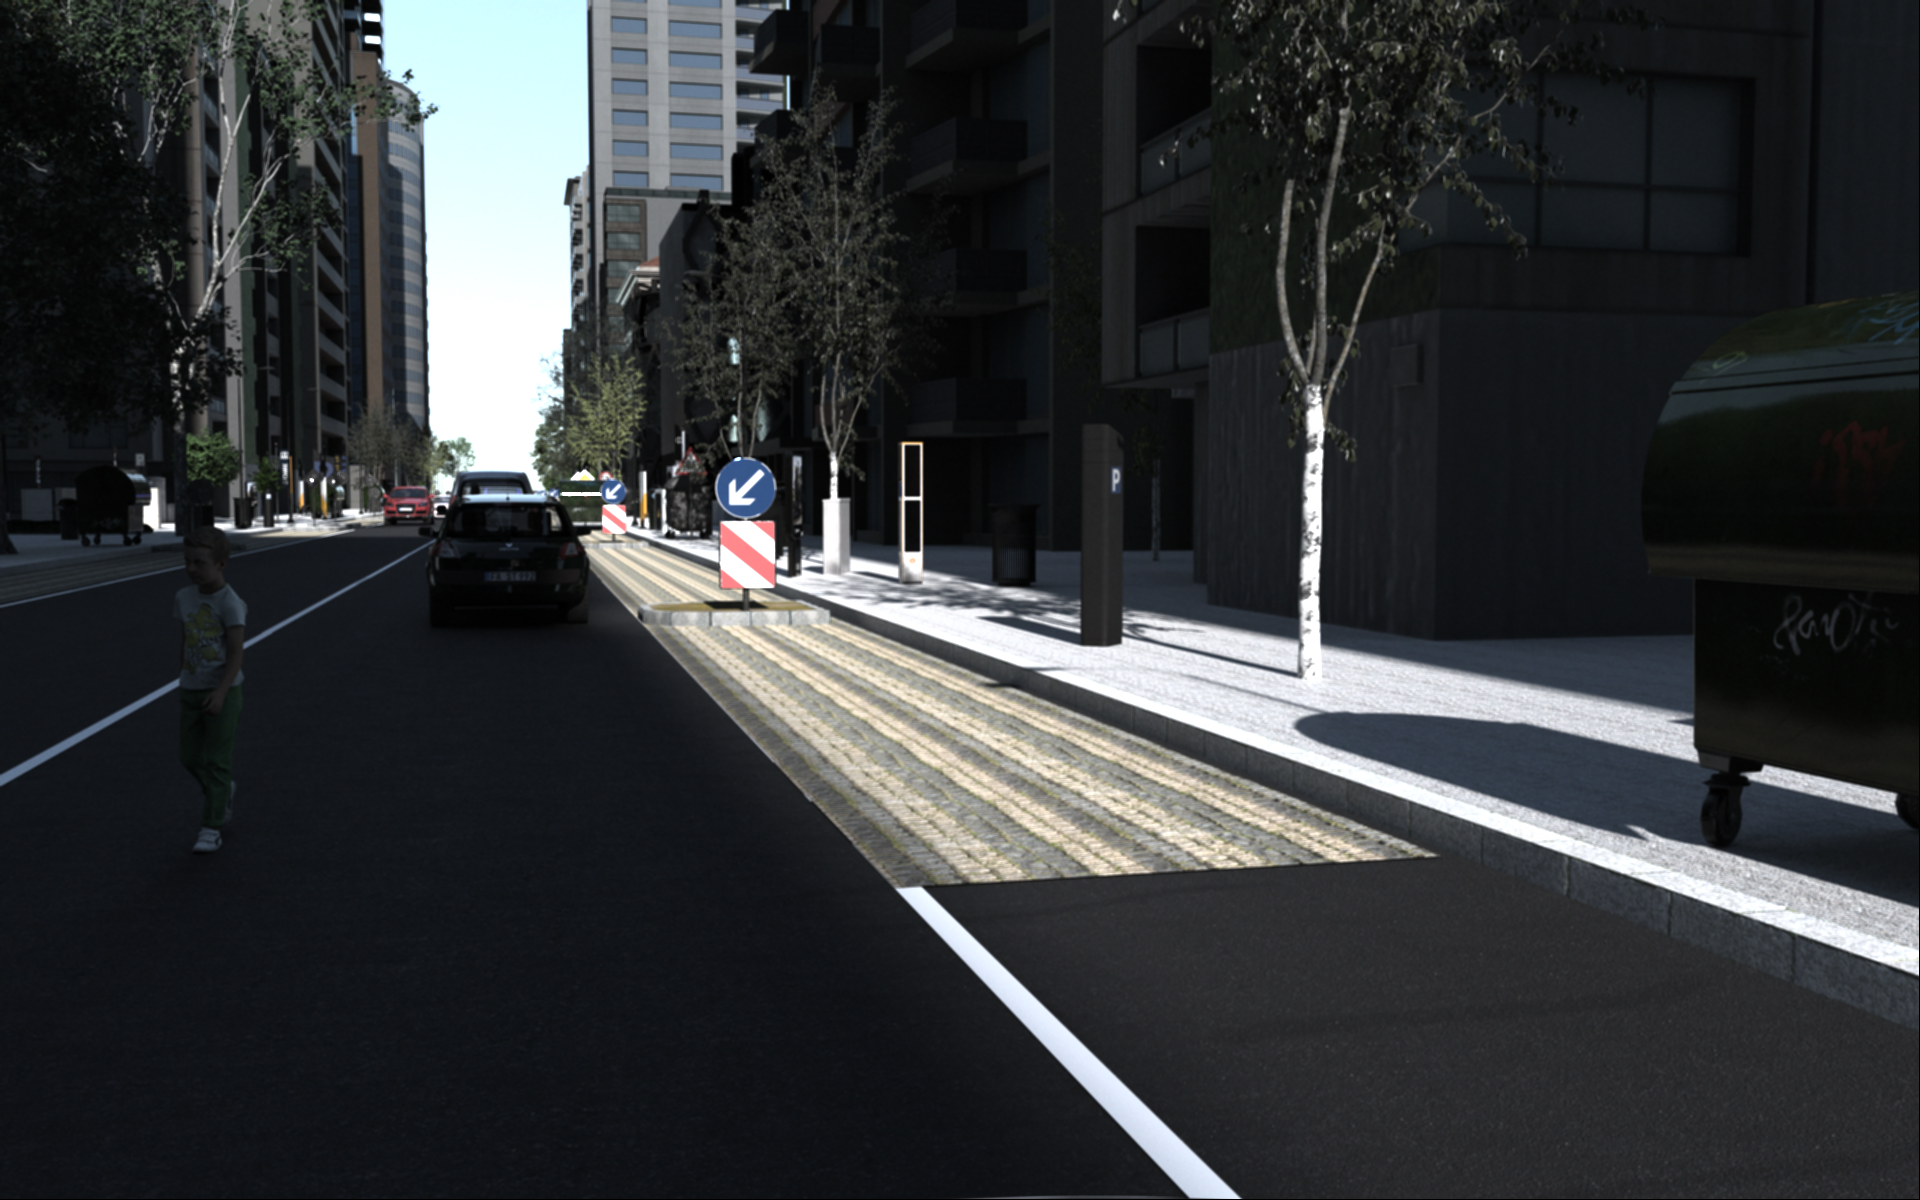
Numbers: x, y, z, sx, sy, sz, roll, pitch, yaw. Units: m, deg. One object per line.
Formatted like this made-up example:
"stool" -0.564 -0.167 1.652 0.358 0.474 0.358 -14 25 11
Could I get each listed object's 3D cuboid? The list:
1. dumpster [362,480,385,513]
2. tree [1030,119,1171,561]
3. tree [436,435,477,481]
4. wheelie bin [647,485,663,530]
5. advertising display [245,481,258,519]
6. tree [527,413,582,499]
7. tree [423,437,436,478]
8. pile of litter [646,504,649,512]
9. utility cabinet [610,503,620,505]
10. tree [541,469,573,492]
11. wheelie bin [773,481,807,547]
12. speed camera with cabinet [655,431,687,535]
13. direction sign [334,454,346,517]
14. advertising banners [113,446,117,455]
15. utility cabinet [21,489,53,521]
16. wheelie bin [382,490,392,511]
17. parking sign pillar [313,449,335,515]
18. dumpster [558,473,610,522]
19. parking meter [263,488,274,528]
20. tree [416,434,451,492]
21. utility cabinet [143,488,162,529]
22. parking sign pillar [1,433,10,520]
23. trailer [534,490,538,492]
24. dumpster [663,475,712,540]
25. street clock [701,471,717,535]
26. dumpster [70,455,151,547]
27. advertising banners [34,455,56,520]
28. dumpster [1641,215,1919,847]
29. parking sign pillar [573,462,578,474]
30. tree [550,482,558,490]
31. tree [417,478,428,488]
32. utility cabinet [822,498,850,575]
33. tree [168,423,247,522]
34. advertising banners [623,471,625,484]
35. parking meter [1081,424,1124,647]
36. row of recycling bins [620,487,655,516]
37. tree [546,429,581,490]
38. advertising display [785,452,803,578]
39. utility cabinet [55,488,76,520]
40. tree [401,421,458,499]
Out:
"dumpster" -40.864 -7.220 120.542 1.502 2.255 1.985 -1 4 -14
"tree" 3.516 -5.052 32.961 4.737 8.622 4.395 0 3 0
"tree" -88.087 -23.046 302.561 9.928 11.665 9.643 0 3 0
"wheelie bin" -10.740 -3.287 61.645 0.693 1.594 0.980 -2 4 -32
"advertising display" -36.370 -5.118 88.894 0.123 1.923 0.974 1 4 8
"tree" -54.049 -19.170 231.547 7.486 12.596 7.792 0 3 0
"tree" -50.115 -12.680 157.675 4.360 8.622 3.978 0 3 0
"pile of litter" -17.507 -5.058 96.665 1.176 0.858 1.719 -3 5 -41
"utility cabinet" -19.241 -5.142 95.237 1.020 1.237 0.306 -3 4 -36
"tree" -46.069 -13.490 204.271 4.285 4.588 4.351 0 3 0
"wheelie bin" -4.200 -2.087 42.030 0.980 1.594 0.693 0 4 1
"speed camera with cabinet" -9.150 -3.708 54.960 0.660 3.252 2.038 -2 4 -26
"direction sign" -35.252 -6.521 98.614 0.876 3.537 0.379 2 4 27
"advertising banners" -30.630 -4.054 62.471 0.090 3.025 2.074 -1 4 -13
"utility cabinet" -40.076 -4.068 75.187 0.318 1.500 1.173 2 4 34
"wheelie bin" -43.366 -7.553 131.396 0.980 1.594 0.693 -2 4 -27
"parking sign pillar" -37.867 -7.024 103.307 1.447 3.967 1.447 -1 4 -15
"dumpster" -14.672 -3.835 67.652 1.985 2.255 1.502 -1 4 -13
"parking meter" -26.580 -3.558 66.577 0.372 1.533 0.369 0 3 0
"tree" -64.437 -15.983 211.685 4.737 8.622 4.395 0 3 0
"utility cabinet" -29.857 -3.340 63.289 1.173 1.500 0.318 0 4 -6
"parking sign pillar" -42.942 -5.400 76.759 1.447 3.967 1.447 -1 4 -16
"trailer" -67.952 -16.499 276.814 1.471 1.999 3.904 -1 4 -12
"dumpster" -7.740 -2.661 49.262 1.264 1.857 1.865 -1 4 -14
"street clock" -7.872 -3.040 54.271 0.471 2.002 0.358 0 4 2
"dumpster" -21.157 -2.488 43.171 1.502 2.255 1.985 -1 4 -14
"advertising banners" -41.556 -5.060 78.918 0.090 3.025 2.074 0 4 3
"dumpster" 3.452 -0.191 5.619 1.502 2.255 1.985 -1 4 -14
"parking sign pillar" -32.787 -9.736 147.657 1.447 3.967 1.447 -1 4 -13
"tree" -56.438 -15.087 241.272 1.663 3.219 1.824 0 3 0
"tree" -58.035 -11.786 187.309 1.663 3.219 1.824 0 3 0
"utility cabinet" -2.002 -1.030 28.009 0.306 1.237 1.020 0 4 5
"tree" -35.065 -5.935 80.750 4.285 4.588 4.351 0 3 0
"advertising banners" -25.336 -8.163 129.657 0.090 3.025 2.074 0 4 3
"parking meter" 1.208 -0.550 14.697 0.255 1.863 0.399 2 4 27
"row of recycling bins" -18.930 -5.731 100.814 3.534 1.692 1.069 -3 4 -37
"tree" -42.710 -14.439 186.440 4.360 8.622 3.978 0 3 0
"advertising display" -2.582 -1.332 26.994 0.123 1.923 0.974 0 4 4
"utility cabinet" -32.468 -3.333 63.172 0.318 1.500 1.173 1 4 8
"tree" -67.903 -17.598 222.142 7.601 10.594 8.767 2 4 27
